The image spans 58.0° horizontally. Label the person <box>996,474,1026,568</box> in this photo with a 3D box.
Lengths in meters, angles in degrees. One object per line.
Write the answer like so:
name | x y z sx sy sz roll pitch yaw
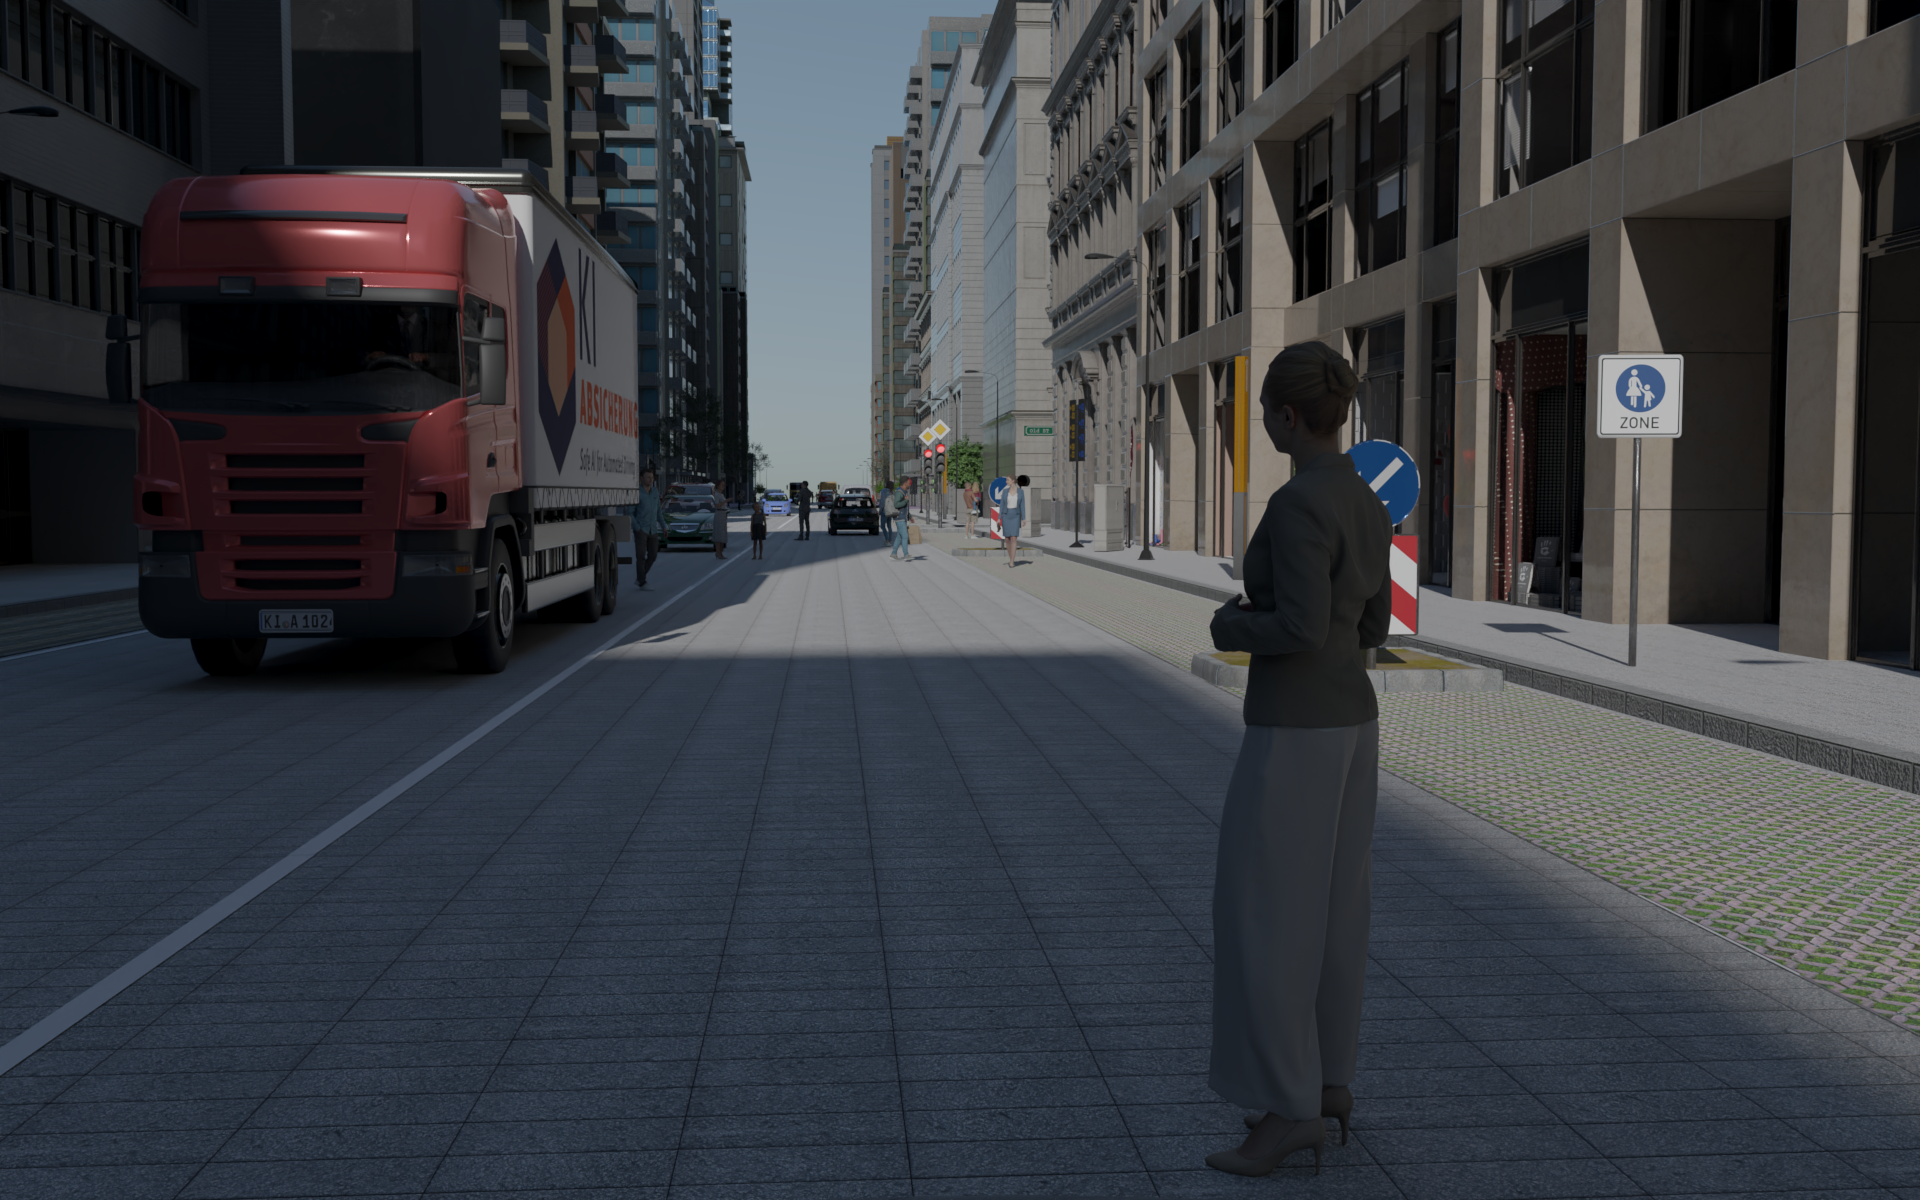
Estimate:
person | 1.029 -1.542 33.734 0.581 1.822 0.654 1 4 21

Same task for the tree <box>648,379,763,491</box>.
tree | -21.850 -12.677 141.677 8.767 10.594 7.601 1 4 14

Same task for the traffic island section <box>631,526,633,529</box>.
traffic island section | -13.931 -3.038 71.945 2.009 0.180 2.903 0 4 -4

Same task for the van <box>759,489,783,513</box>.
van | -14.519 -7.791 134.388 2.013 2.044 4.112 0 4 -2

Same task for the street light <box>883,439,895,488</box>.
street light | -5.575 -10.678 147.130 1.470 5.913 1.316 0 4 -4

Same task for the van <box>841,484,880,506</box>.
van | -4.504 -4.244 76.402 2.013 2.044 4.112 0 4 -3

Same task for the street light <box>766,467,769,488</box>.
street light | -32.242 -19.637 293.601 1.470 5.913 1.316 0 4 -4

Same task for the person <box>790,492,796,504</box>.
person | -25.243 -15.426 261.427 1.217 1.735 0.721 2 4 34

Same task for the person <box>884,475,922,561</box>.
person | -1.192 -1.730 36.775 0.713 1.824 0.794 2 4 27

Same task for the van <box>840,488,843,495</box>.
van | -6.587 -6.017 105.384 2.013 2.044 4.112 0 4 -3

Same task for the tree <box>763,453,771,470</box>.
tree | -28.160 -17.496 220.474 8.767 10.594 7.601 -1 4 -16

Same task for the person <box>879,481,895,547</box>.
person | -1.980 -2.355 47.277 0.793 1.790 0.793 0 4 3

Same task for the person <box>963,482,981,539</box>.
person | 0.390 -2.873 55.453 0.580 1.828 0.573 0 4 -1

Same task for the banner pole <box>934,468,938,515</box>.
banner pole | -1.431 -7.006 104.568 0.401 3.779 0.863 -1 4 -16

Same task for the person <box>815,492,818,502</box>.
person | -24.942 -17.943 302.388 0.721 1.766 1.217 2 4 29

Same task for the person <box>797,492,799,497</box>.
person | -22.080 -13.859 236.016 0.541 1.710 0.530 -3 5 -44

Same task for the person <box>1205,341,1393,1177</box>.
person | 0.726 0.321 3.801 0.362 1.759 0.519 2 4 35

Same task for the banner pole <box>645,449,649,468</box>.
banner pole | -17.548 -6.563 97.323 0.401 3.779 0.863 0 4 1

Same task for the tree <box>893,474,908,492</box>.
tree | -5.202 -9.809 154.975 1.663 3.219 1.824 0 3 0

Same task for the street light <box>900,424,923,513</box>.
street light | -3.128 -8.753 115.650 1.470 5.913 1.316 0 4 -4

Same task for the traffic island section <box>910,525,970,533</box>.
traffic island section | -0.721 -2.609 64.931 2.009 0.180 2.903 0 4 -4

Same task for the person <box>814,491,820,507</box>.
person | -16.129 -11.606 198.393 1.348 1.807 0.705 -1 4 -17

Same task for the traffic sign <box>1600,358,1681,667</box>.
traffic sign | 5.003 -0.654 12.823 0.606 2.300 0.079 0 4 3

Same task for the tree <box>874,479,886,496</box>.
tree | -9.906 -13.477 214.950 1.663 3.219 1.824 0 3 0

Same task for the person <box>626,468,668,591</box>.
person | -4.710 -1.058 25.824 0.620 1.820 0.660 2 4 34

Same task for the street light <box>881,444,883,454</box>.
street light | -6.652 -11.519 160.882 1.470 5.913 1.316 0 4 -4

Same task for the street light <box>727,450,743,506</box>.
street light | -23.554 -12.696 180.115 1.470 5.913 1.316 0 4 -4

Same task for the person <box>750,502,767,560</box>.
person | -4.407 -1.512 37.887 0.362 1.253 0.373 0 4 -2

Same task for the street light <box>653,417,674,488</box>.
street light | -17.863 -8.041 104.015 1.470 5.913 1.316 0 4 -4

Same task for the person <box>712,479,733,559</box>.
person | -5.192 -1.774 38.068 0.524 1.755 0.480 1 4 9

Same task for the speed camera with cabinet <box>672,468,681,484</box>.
speed camera with cabinet | -21.170 -8.477 132.940 0.660 3.252 2.038 3 5 42

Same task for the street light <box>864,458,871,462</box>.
street light | -11.320 -15.390 224.162 1.470 5.913 1.316 0 4 -4

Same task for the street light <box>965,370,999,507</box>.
street light | 0.865 -5.650 64.924 1.470 5.913 1.316 0 4 -4

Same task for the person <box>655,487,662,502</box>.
person | -15.837 -5.026 90.852 0.590 1.801 0.661 0 4 2

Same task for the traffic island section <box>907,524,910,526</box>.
traffic island section | -1.325 -3.096 72.893 2.009 0.180 2.903 0 4 -4

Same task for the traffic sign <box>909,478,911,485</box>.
traffic sign | -4.061 -8.001 130.920 0.768 2.556 0.104 0 4 0

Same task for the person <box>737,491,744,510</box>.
person | -19.329 -8.750 152.284 0.721 1.735 1.217 -2 4 -34

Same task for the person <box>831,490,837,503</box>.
person | -10.556 -8.366 145.629 0.623 1.781 0.721 -1 4 -11

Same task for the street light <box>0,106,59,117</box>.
street light | -11.479 -2.954 20.836 1.470 5.913 1.316 0 4 -4

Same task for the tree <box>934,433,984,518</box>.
tree | 0.371 -6.651 92.462 4.285 4.588 4.351 0 3 0

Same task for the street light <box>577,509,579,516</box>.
street light | -15.475 -6.113 72.487 1.470 5.913 1.316 0 4 -4

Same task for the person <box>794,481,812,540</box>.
person | -4.889 -2.774 53.656 0.447 1.846 0.655 2 4 35

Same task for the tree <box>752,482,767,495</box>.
tree | -29.823 -16.015 256.446 1.663 3.219 1.824 0 3 0

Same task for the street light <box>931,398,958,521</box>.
street light | -0.697 -6.810 83.883 1.470 5.913 1.316 0 4 -4

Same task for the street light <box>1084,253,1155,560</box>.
street light | 3.090 -3.731 33.538 1.470 5.913 1.316 0 4 -4

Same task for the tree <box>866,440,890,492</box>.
tree | -10.515 -17.253 232.441 4.360 8.622 3.978 0 3 0

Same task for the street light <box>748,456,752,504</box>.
street light | -26.051 -14.614 211.480 1.470 5.913 1.316 0 4 -4

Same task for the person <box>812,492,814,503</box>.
person | -23.178 -16.154 272.761 0.705 1.807 1.348 1 4 9

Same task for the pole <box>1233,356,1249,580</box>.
pole | 4.178 -1.952 25.753 0.158 3.312 0.155 0 3 0

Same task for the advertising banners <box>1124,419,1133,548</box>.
advertising banners | 4.020 -2.754 41.221 0.090 3.025 2.074 0 4 2

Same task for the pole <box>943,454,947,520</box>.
pole | -0.766 -5.717 87.310 0.158 3.312 0.155 0 3 0

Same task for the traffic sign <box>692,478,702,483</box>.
traffic sign | -20.347 -8.200 134.180 0.768 2.556 0.104 0 4 3

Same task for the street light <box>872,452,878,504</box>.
street light | -8.923 -13.471 192.789 1.470 5.913 1.316 0 4 -4

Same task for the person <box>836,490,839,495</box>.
person | -13.649 -11.220 191.585 1.348 1.869 0.705 0 4 4

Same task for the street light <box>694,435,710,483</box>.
street light | -20.211 -9.972 135.583 1.470 5.913 1.316 0 4 -4
